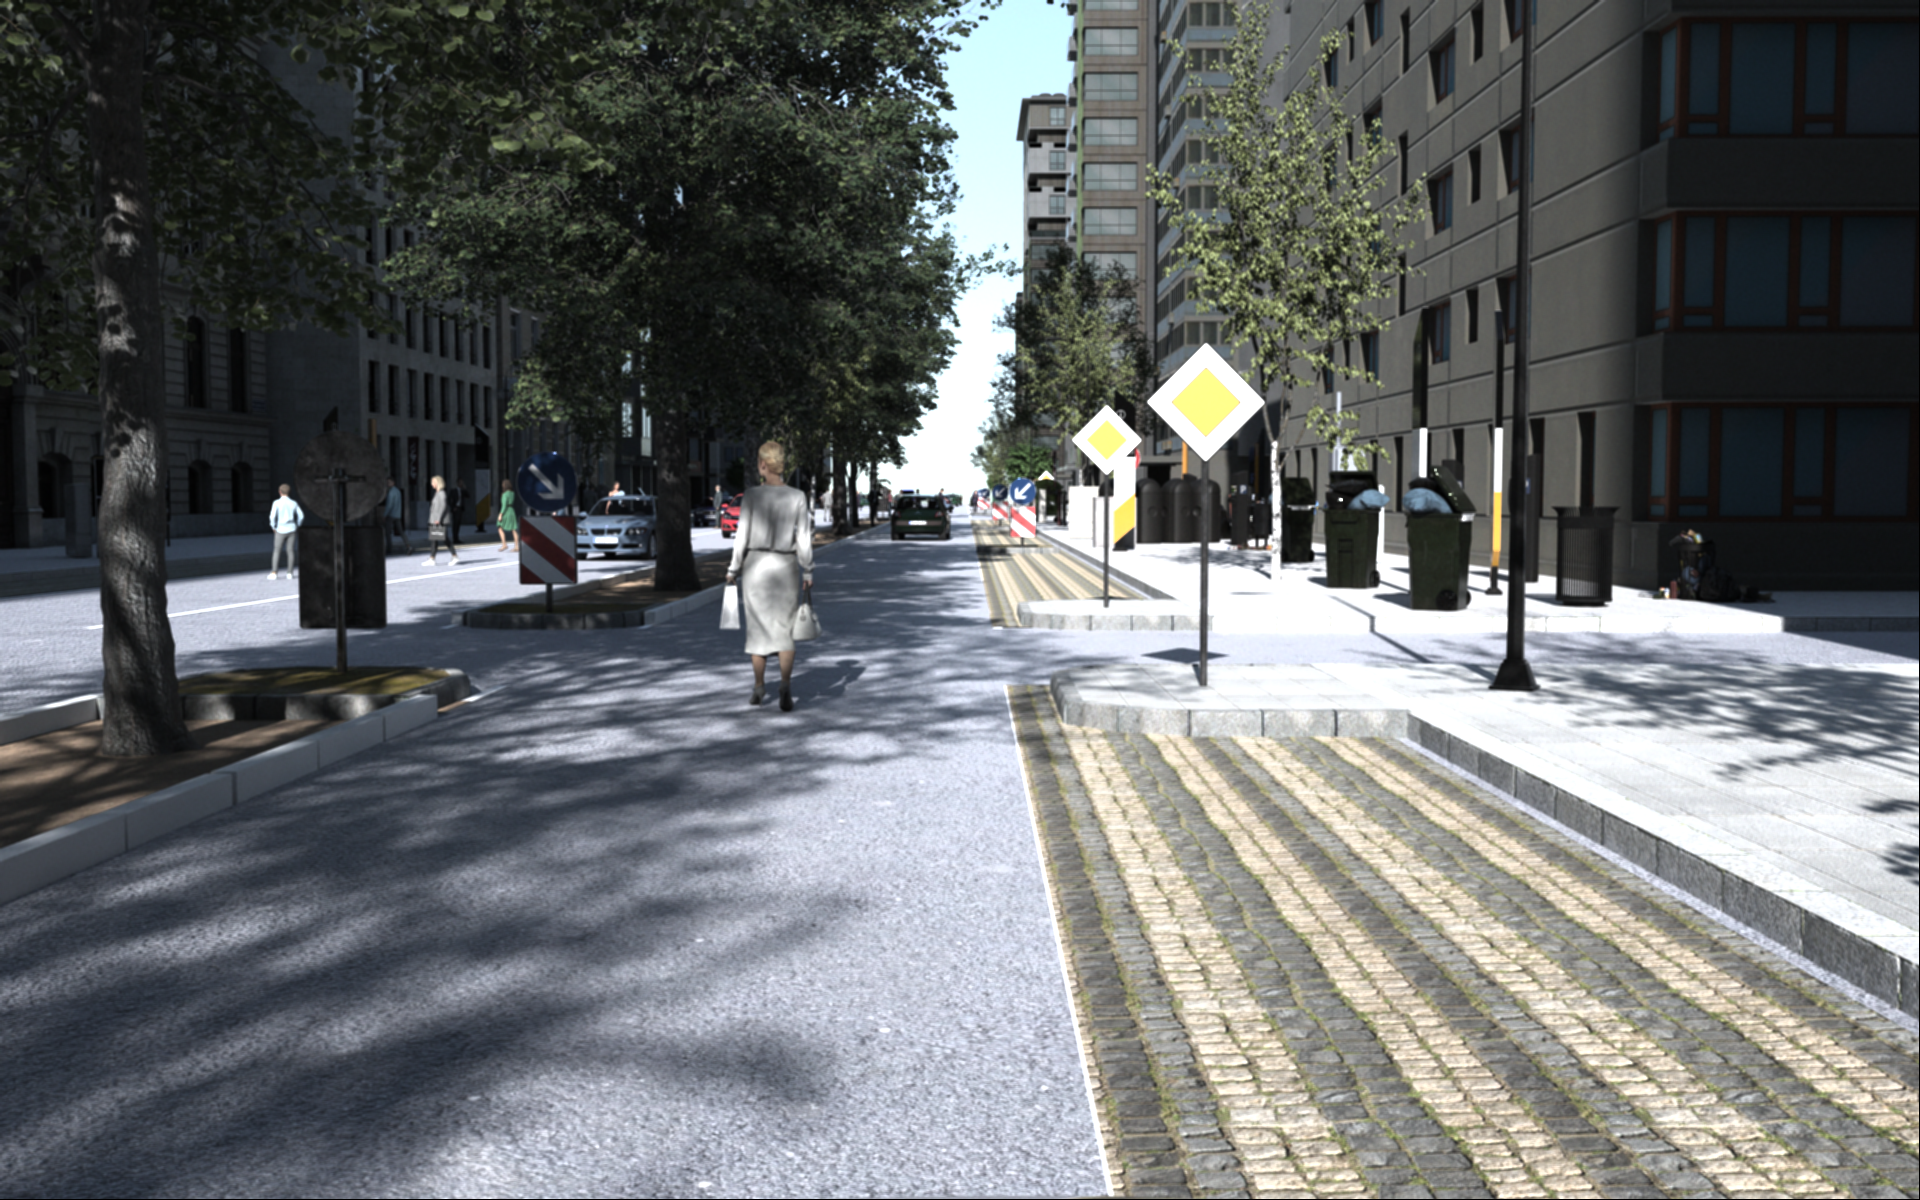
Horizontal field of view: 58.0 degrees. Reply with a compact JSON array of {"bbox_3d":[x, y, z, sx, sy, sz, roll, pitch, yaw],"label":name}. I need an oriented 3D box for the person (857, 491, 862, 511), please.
[{"bbox_3d":[-8.785,-8.583,149.758,0.530,1.710,0.541,-1,4,-17],"label":"person"}]

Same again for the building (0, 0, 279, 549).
[{"bbox_3d":[-27.647,-13.447,38.935,14.460,24.649,34.723,0,4,0],"label":"building"}]

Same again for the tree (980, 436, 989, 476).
[{"bbox_3d":[4.210,-13.059,163.871,4.737,8.622,4.395,0,3,0],"label":"tree"}]

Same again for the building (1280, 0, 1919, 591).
[{"bbox_3d":[23.689,-11.677,35.958,28.899,21.520,27.650,0,4,0],"label":"building"}]

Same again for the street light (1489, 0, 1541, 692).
[{"bbox_3d":[3.118,-2.368,11.252,1.470,5.913,1.316,0,4,0],"label":"street light"}]

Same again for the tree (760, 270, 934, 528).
[{"bbox_3d":[-4.605,-8.901,73.749,9.928,11.665,9.643,0,3,0],"label":"tree"}]

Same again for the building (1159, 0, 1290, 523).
[{"bbox_3d":[22.377,-23.872,82.184,32.217,40.220,23.993,0,4,0],"label":"building"}]

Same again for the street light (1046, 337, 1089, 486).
[{"bbox_3d":[3.248,-4.820,51.340,1.470,5.913,1.316,0,4,0],"label":"street light"}]

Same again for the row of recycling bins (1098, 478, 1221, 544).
[{"bbox_3d":[5.269,-2.334,45.272,3.534,1.692,1.069,-2,4,-25],"label":"row of recycling bins"}]

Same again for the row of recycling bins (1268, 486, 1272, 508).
[{"bbox_3d":[12.150,-3.136,58.386,3.534,1.692,1.069,1,4,19],"label":"row of recycling bins"}]

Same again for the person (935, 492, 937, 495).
[{"bbox_3d":[-3.471,-14.888,252.652,0.721,1.736,1.217,0,4,4],"label":"person"}]

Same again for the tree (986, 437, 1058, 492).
[{"bbox_3d":[3.974,-7.007,98.284,4.285,4.588,4.351,0,3,0],"label":"tree"}]

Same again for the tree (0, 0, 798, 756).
[{"bbox_3d":[-4.420,-5.396,8.803,7.486,12.596,7.792,0,3,0],"label":"tree"}]

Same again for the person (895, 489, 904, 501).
[{"bbox_3d":[-3.772,-6.351,113.124,1.217,1.735,0.721,-3,5,-40],"label":"person"}]

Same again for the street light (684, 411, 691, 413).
[{"bbox_3d":[-15.635,-7.580,96.468,1.470,5.913,1.316,0,4,0],"label":"street light"}]

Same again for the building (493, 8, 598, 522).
[{"bbox_3d":[-25.953,-18.252,84.331,13.634,28.700,20.117,0,4,0],"label":"building"}]

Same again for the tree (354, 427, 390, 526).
[{"bbox_3d":[-17.363,-3.400,50.188,1.663,3.219,1.824,0,3,0],"label":"tree"}]

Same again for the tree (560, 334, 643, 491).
[{"bbox_3d":[-16.125,-7.670,75.772,4.737,8.622,4.395,0,3,0],"label":"tree"}]

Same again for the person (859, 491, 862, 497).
[{"bbox_3d":[-10.947,-11.207,191.815,1.350,1.814,0.705,1,4,13],"label":"person"}]

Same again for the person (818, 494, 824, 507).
[{"bbox_3d":[-12.259,-8.771,155.168,1.065,1.426,0.557,-1,4,-23],"label":"person"}]

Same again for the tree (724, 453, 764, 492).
[{"bbox_3d":[-16.766,-9.260,135.118,4.285,4.588,4.351,0,3,0],"label":"tree"}]

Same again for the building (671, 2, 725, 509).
[{"bbox_3d":[-31.192,-29.671,139.743,22.147,44.769,28.867,0,4,0],"label":"building"}]

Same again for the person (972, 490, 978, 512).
[{"bbox_3d":[1.137,-7.312,128.970,0.541,1.710,0.530,-1,4,-21],"label":"person"}]

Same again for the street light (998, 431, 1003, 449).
[{"bbox_3d":[3.492,-9.464,127.277,1.470,5.913,1.316,0,4,0],"label":"street light"}]

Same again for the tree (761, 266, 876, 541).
[{"bbox_3d":[-4.470,-6.068,52.032,4.737,8.622,4.395,0,3,0],"label":"tree"}]

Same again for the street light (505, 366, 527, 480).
[{"bbox_3d":[-15.747,-5.486,62.244,1.470,5.913,1.316,0,4,0],"label":"street light"}]

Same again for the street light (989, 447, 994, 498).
[{"bbox_3d":[3.495,-12.114,170.600,1.470,5.913,1.316,0,4,0],"label":"street light"}]

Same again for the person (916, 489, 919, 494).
[{"bbox_3d":[-2.333,-5.362,96.988,1.217,1.723,0.721,1,4,15],"label":"person"}]

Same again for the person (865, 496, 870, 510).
[{"bbox_3d":[-7.551,-8.495,148.076,1.217,1.739,0.721,1,4,17],"label":"person"}]

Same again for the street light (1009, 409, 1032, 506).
[{"bbox_3d":[3.337,-7.440,94.178,1.470,5.913,1.316,0,4,0],"label":"street light"}]

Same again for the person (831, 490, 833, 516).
[{"bbox_3d":[-8.163,-6.195,110.619,1.217,1.723,0.721,3,5,42],"label":"person"}]

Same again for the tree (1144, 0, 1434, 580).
[{"bbox_3d":[4.712,-4.590,25.412,4.737,8.622,4.395,0,3,0],"label":"tree"}]

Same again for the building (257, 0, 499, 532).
[{"bbox_3d":[-25.002,-12.881,65.362,10.420,20.320,16.860,0,4,0],"label":"building"}]

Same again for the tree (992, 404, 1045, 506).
[{"bbox_3d":[4.288,-11.087,131.632,4.360,8.622,3.978,0,3,0],"label":"tree"}]

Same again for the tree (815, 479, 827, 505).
[{"bbox_3d":[-16.211,-12.873,205.080,1.663,3.219,1.824,0,3,0],"label":"tree"}]

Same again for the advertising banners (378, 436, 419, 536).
[{"bbox_3d":[-17.202,-3.474,52.995,2.074,3.025,0.090,2,4,34],"label":"advertising banners"}]

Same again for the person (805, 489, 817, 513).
[{"bbox_3d":[-11.706,-7.703,134.472,1.348,1.821,0.705,2,4,27],"label":"person"}]

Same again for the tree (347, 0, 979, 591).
[{"bbox_3d":[-4.189,-7.098,25.161,9.857,13.997,8.962,0,3,0],"label":"tree"}]

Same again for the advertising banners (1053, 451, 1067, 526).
[{"bbox_3d":[4.020,-4.511,69.940,0.090,3.025,2.074,-1,4,-11],"label":"advertising banners"}]

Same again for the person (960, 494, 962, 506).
[{"bbox_3d":[0.145,-12.443,215.195,0.557,1.426,1.065,0,4,3],"label":"person"}]

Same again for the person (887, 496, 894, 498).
[{"bbox_3d":[-9.120,-13.039,221.326,1.348,1.869,0.705,-1,4,-12],"label":"person"}]

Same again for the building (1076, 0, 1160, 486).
[{"bbox_3d":[14.029,-25.797,105.368,14.154,41.232,14.086,0,4,0],"label":"building"}]

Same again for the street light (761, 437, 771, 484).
[{"bbox_3d":[-15.447,-10.220,139.633,1.470,5.913,1.316,0,4,0],"label":"street light"}]

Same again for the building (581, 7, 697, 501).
[{"bbox_3d":[-30.078,-29.994,110.003,23.786,49.044,30.456,0,4,0],"label":"building"}]

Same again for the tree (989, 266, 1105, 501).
[{"bbox_3d":[3.893,-6.426,55.434,4.737,8.622,4.395,0,3,0],"label":"tree"}]

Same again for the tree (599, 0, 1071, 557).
[{"bbox_3d":[-3.445,-10.959,37.533,12.611,20.169,13.585,0,3,0],"label":"tree"}]

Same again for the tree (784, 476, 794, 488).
[{"bbox_3d":[-16.228,-10.030,158.593,1.663,3.219,1.824,0,3,0],"label":"tree"}]

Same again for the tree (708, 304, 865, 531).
[{"bbox_3d":[-4.757,-5.727,46.458,4.360,8.622,3.978,0,3,0],"label":"tree"}]

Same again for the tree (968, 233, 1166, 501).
[{"bbox_3d":[4.272,-7.829,62.420,7.601,10.594,8.767,0,4,6],"label":"tree"}]

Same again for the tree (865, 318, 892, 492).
[{"bbox_3d":[-4.226,-6.960,66.610,4.360,8.622,3.978,0,3,0],"label":"tree"}]
